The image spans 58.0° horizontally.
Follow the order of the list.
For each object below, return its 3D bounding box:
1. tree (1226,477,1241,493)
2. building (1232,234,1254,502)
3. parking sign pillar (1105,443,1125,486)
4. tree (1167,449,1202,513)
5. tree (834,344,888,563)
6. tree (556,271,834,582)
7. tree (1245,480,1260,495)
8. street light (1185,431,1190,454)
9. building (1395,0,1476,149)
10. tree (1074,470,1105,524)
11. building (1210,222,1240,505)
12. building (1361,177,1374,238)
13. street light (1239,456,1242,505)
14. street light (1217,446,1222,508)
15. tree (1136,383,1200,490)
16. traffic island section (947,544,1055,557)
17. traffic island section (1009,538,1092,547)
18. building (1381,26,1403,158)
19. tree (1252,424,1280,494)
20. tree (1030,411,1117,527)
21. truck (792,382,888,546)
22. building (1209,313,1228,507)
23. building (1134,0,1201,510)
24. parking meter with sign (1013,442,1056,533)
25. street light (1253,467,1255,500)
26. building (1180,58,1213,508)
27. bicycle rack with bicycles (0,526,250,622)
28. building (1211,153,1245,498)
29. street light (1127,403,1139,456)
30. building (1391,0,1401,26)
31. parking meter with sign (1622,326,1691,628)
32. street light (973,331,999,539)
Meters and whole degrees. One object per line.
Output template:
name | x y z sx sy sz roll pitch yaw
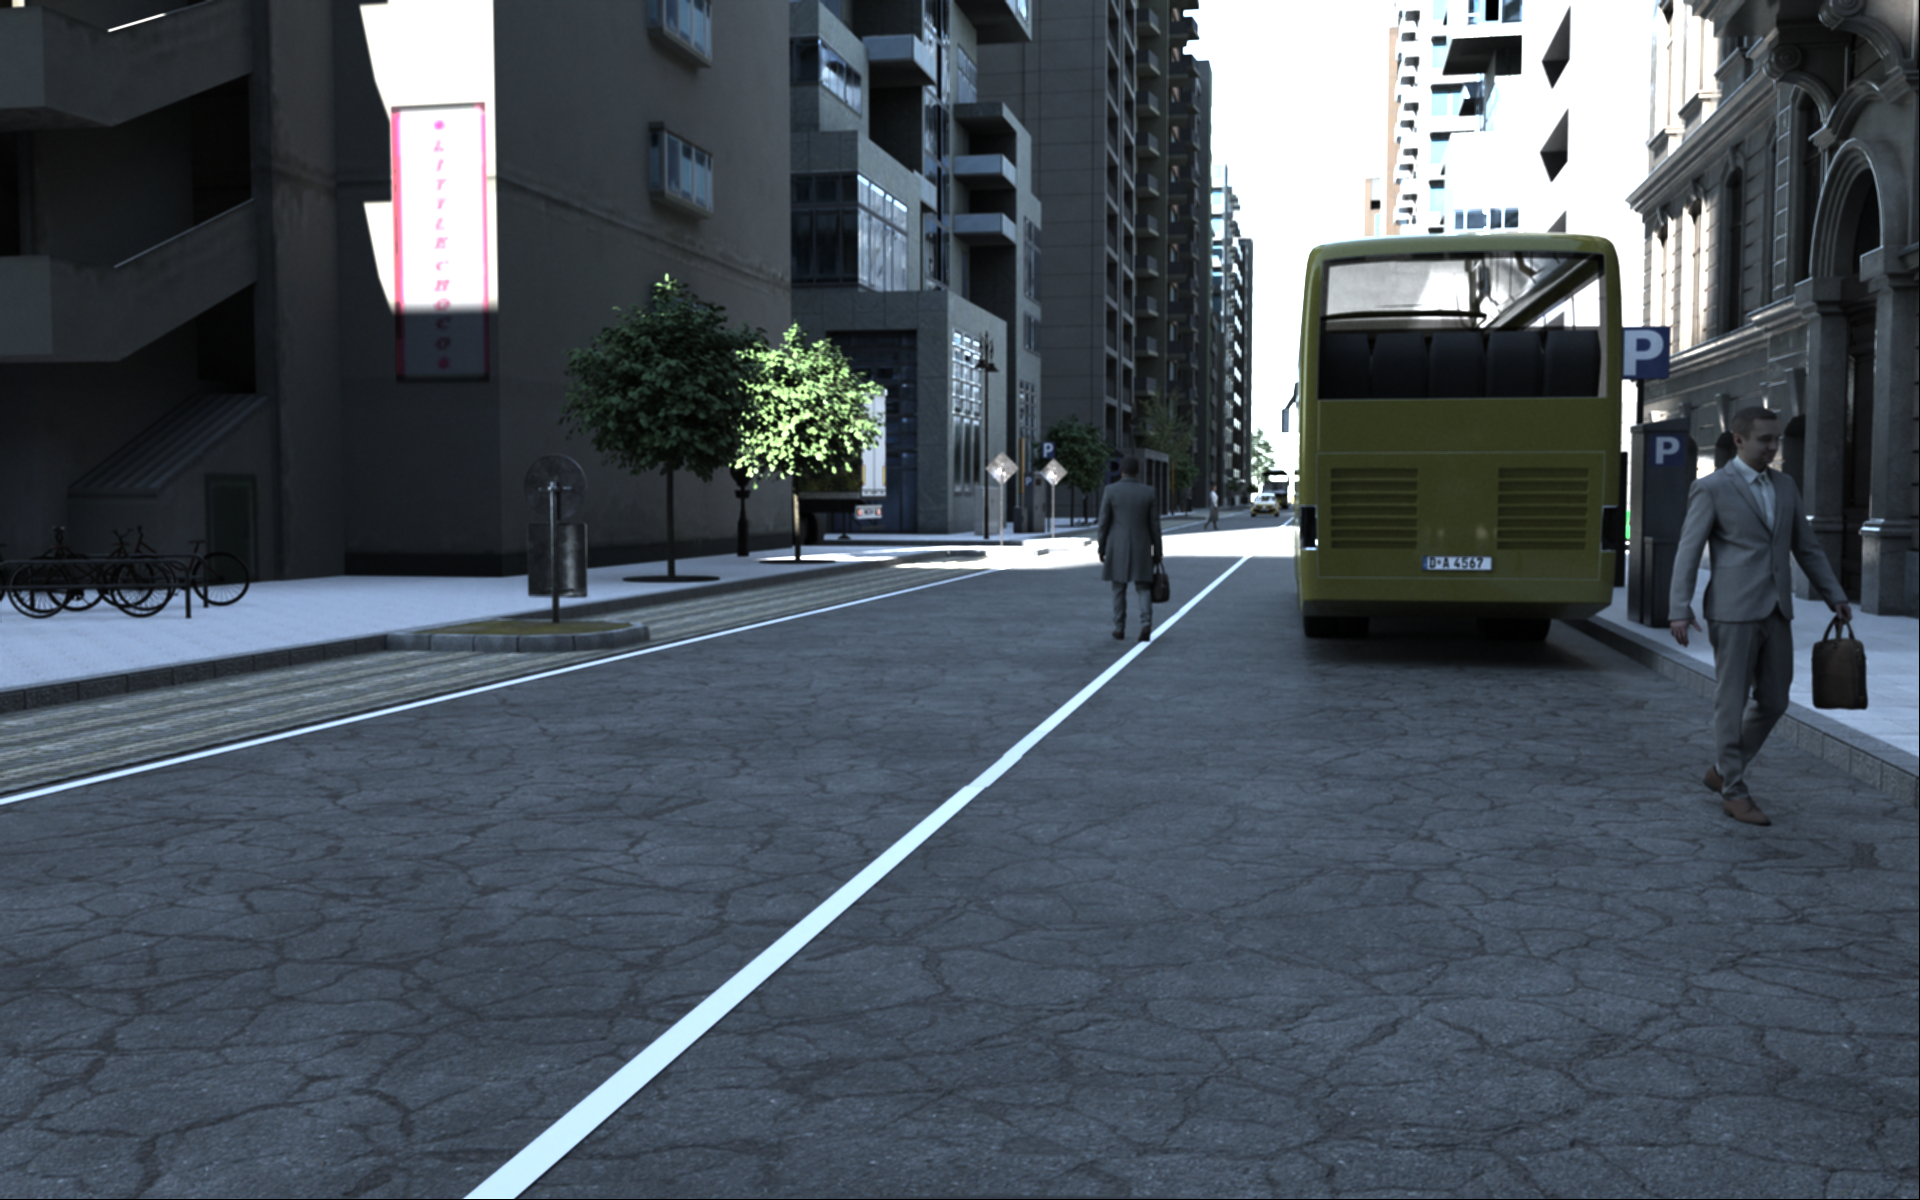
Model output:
tree | 31.192 -12.490 198.809 1.663 3.219 1.824 0 3 0
building | 37.736 -35.655 266.554 14.154 41.232 14.086 1 4 12
parking sign pillar | 8.227 -6.240 90.497 1.447 3.967 1.447 2 4 29
tree | 15.023 -8.308 119.543 4.285 4.588 4.351 0 3 0
tree | -3.099 -2.984 32.503 4.285 4.588 4.351 0 3 0
tree | -4.222 -2.570 25.733 4.285 4.588 4.351 0 3 0
tree | 39.790 -14.853 237.450 1.663 3.219 1.824 0 3 0
street light | 16.311 -9.255 124.107 0.468 5.910 1.993 1 4 12
building | 46.710 -31.800 139.541 23.786 49.044 30.456 1 4 12
tree | 5.524 -4.863 74.103 1.663 3.219 1.824 0 3 0
building | 19.210 -32.294 219.892 32.217 40.220 23.993 1 4 12
building | 61.899 -35.886 236.845 14.600 45.320 14.200 1 4 12
street light | 33.315 -14.248 205.737 0.468 5.910 1.993 1 4 12
street light | 24.226 -11.585 162.201 0.468 5.910 1.993 1 4 12
tree | 13.699 -10.090 115.328 4.737 8.622 4.395 0 3 0
traffic island section | 0.958 -1.126 40.695 2.009 0.180 2.903 1 4 12
traffic island section | 2.587 -1.604 48.512 2.009 0.180 2.903 1 4 12
building | 46.769 -31.353 162.726 14.600 45.320 14.200 1 4 12
tree | 47.867 -22.056 278.744 7.486 12.596 7.792 0 3 0
tree | 4.437 -5.142 67.792 4.285 4.588 4.351 0 3 0
truck | -7.658 -3.483 45.860 11.283 4.237 2.839 1 4 13
building | 13.538 -20.659 182.806 27.650 21.520 28.899 1 4 12
building | 7.563 -29.646 139.342 22.147 44.769 28.867 1 4 12
parking meter with sign | 2.444 -3.732 57.277 0.543 3.016 1.738 3 5 40
street light | 41.372 -16.576 243.802 0.468 5.910 1.993 1 4 12
building | 15.658 -29.117 159.665 14.154 41.232 14.086 1 4 12
bicycle rack with bicycles | -9.276 -0.314 18.516 2.925 0.926 2.852 -1 4 -17
building | 28.245 -38.286 245.581 23.786 49.044 30.456 1 4 12
street light | 8.780 -7.045 87.978 0.468 5.910 1.993 1 4 12
building | 52.831 -45.286 178.672 20.563 71.187 20.611 1 4 12
parking meter with sign | 6.959 -1.287 17.307 0.543 3.016 1.738 1 4 10
street light | 0.754 -4.674 49.215 0.468 5.910 1.993 1 4 12
